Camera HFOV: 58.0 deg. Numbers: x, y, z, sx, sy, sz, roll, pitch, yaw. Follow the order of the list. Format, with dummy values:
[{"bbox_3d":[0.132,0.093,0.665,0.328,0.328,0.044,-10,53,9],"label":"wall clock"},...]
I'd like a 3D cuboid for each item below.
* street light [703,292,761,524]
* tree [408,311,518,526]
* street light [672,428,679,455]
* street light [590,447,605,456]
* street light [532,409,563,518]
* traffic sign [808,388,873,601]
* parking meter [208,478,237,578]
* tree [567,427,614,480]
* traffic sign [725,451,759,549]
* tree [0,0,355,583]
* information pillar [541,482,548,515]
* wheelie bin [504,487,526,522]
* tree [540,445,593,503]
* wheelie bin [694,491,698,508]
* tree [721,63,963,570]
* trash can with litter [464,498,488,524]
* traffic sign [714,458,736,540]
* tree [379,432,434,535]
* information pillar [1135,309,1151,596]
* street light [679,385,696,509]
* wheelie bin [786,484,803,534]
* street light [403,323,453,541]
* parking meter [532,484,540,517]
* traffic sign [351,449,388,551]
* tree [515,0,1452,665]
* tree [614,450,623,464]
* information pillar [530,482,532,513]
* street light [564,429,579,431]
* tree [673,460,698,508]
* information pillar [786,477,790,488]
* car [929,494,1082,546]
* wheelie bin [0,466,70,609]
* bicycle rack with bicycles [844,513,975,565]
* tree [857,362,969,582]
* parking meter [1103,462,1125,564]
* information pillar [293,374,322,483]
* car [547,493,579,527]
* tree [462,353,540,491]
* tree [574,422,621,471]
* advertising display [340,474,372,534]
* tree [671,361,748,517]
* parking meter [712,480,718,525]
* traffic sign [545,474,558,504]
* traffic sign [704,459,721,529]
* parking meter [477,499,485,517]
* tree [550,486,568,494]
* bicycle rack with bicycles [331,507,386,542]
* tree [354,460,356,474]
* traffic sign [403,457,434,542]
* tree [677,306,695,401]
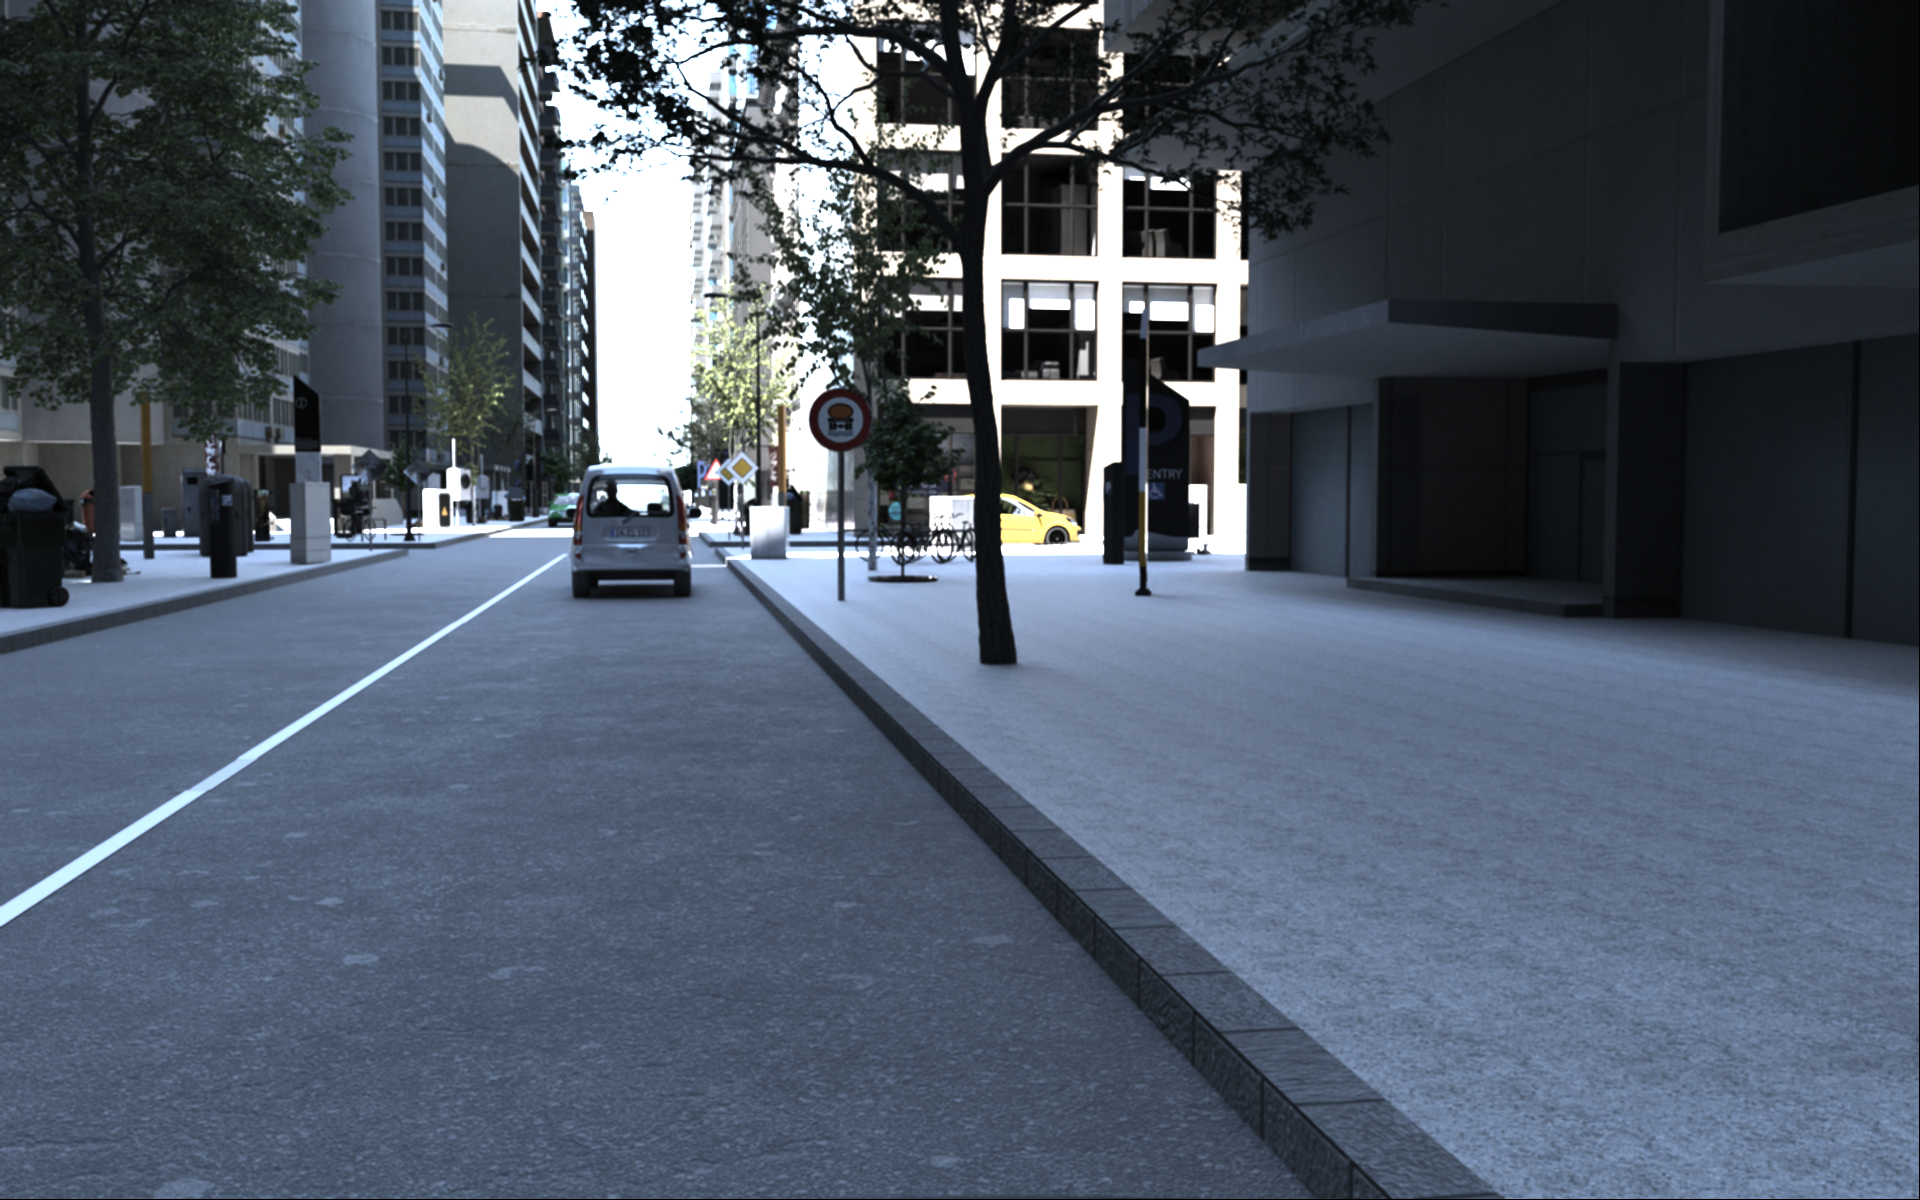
[{"bbox_3d":[-5.215,-4.136,40.161,1.470,5.913,1.316,-1,4,-10],"label":"street light"},{"bbox_3d":[-19.579,-7.238,68.710,4.737,8.622,4.395,0,3,0],"label":"tree"},{"bbox_3d":[-19.351,-9.111,121.502,1.470,5.913,1.316,-1,4,-10],"label":"street light"},{"bbox_3d":[-35.875,-12.084,170.118,1.470,5.913,1.316,-1,4,-10],"label":"street light"},{"bbox_3d":[-22.693,-7.469,94.657,1.470,5.913,1.316,-1,4,-10],"label":"street light"},{"bbox_3d":[-1.432,-1.268,20.830,0.768,2.556,0.104,0,4,-2],"label":"traffic sign"},{"bbox_3d":[-11.321,-1.112,26.588,0.372,1.533,0.369,0,3,0],"label":"parking meter"},{"bbox_3d":[-41.057,-14.683,190.430,4.360,8.622,3.978,0,3,0],"label":"tree"},{"bbox_3d":[-5.054,-2.238,40.237,0.795,2.450,0.064,-1,4,-10],"label":"traffic sign"},{"bbox_3d":[-12.901,-6.545,25.139,7.486,12.596,7.792,0,3,0],"label":"tree"},{"bbox_3d":[-25.148,-6.137,104.836,0.304,2.012,0.304,-2,4,-27],"label":"information pillar"},{"bbox_3d":[-21.151,-4.573,82.675,0.980,1.594,0.693,3,4,39],"label":"wheelie bin"},{"bbox_3d":[-27.425,-8.103,116.198,4.285,4.588,4.351,0,3,0],"label":"tree"},{"bbox_3d":[-15.455,-5.820,103.058,0.693,1.594,0.980,-1,4,-13],"label":"wheelie bin"},{"bbox_3d":[-1.685,-4.799,28.828,4.737,8.622,4.395,0,3,0],"label":"tree"},{"bbox_3d":[-21.083,-3.925,75.559,1.055,1.170,0.624,1,4,16],"label":"trash can with litter"},{"bbox_3d":[-6.420,-2.719,48.105,0.795,2.450,0.064,-1,4,-10],"label":"traffic sign"},{"bbox_3d":[-17.492,-3.649,54.267,1.663,3.219,1.824,0,3,0],"label":"tree"},{"bbox_3d":[2.314,-1.863,21.821,0.183,3.616,0.504,1,4,9],"label":"information pillar"},{"bbox_3d":[-11.109,-6.197,73.863,1.470,5.913,1.316,-1,4,-10],"label":"street light"},{"bbox_3d":[-5.403,-2.913,55.543,0.693,1.594,0.980,-1,4,-11],"label":"wheelie bin"},{"bbox_3d":[-14.456,-4.559,47.083,1.470,5.913,1.316,-1,4,-10],"label":"street light"},{"bbox_3d":[-24.085,-5.668,98.382,0.399,1.863,0.255,-1,4,-19],"label":"parking meter"},{"bbox_3d":[-13.230,-2.153,38.844,0.795,2.450,0.064,-1,4,-10],"label":"traffic sign"},{"bbox_3d":[-0.049,-4.800,12.897,7.601,10.594,8.767,0,4,6],"label":"tree"},{"bbox_3d":[-55.638,-19.947,276.494,4.360,8.622,3.978,0,3,0],"label":"tree"},{"bbox_3d":[-25.288,-5.998,102.566,0.304,2.012,0.304,-2,4,-25],"label":"information pillar"},{"bbox_3d":[-27.646,-9.182,122.670,1.470,5.913,1.316,-1,4,-10],"label":"street light"},{"bbox_3d":[-27.630,-11.573,172.933,4.285,4.588,4.351,0,3,0],"label":"tree"},{"bbox_3d":[-7.640,-4.344,75.524,0.304,2.012,0.304,3,4,37],"label":"information pillar"},{"bbox_3d":[1.204,-2.157,45.491,3.980,1.641,2.015,-1,4,-11],"label":"car"},{"bbox_3d":[-10.568,-0.716,19.617,0.980,1.594,0.693,2,4,26],"label":"wheelie bin"},{"bbox_3d":[-0.805,-1.185,32.763,2.925,0.926,2.852,-3,5,-39],"label":"bicycle rack with bicycles"},{"bbox_3d":[-0.844,-1.883,25.395,1.663,3.219,1.824,0,3,0],"label":"tree"},{"bbox_3d":[2.815,-1.592,31.739,0.255,1.863,0.399,-2,4,-27],"label":"parking meter"},{"bbox_3d":[-12.776,-2.603,33.918,0.504,3.616,0.183,-1,4,-11],"label":"information pillar"},{"bbox_3d":[-17.255,-4.151,76.661,1.959,1.807,4.718,-1,4,-10],"label":"car"},{"bbox_3d":[-23.696,-8.525,89.744,4.360,8.622,3.978,0,3,0],"label":"tree"},{"bbox_3d":[-37.782,-13.979,178.919,4.737,8.622,4.395,0,3,0],"label":"tree"},{"bbox_3d":[-19.594,-3.120,56.226,0.974,1.923,0.123,-2,4,-31],"label":"advertising display"},{"bbox_3d":[-13.599,-8.854,95.126,4.360,8.622,3.978,0,3,0],"label":"tree"},{"bbox_3d":[-10.112,-4.023,71.492,0.255,1.863,0.399,0,4,-6],"label":"parking meter"},{"bbox_3d":[-26.148,-6.775,110.870,0.768,2.556,0.104,0,4,-1],"label":"traffic sign"},{"bbox_3d":[-8.927,-3.883,63.491,0.884,2.594,0.081,-1,4,-9],"label":"traffic sign"},{"bbox_3d":[-25.095,-5.036,90.745,0.372,1.533,0.369,0,3,0],"label":"parking meter"},{"bbox_3d":[-31.513,-8.621,135.554,1.663,3.219,1.824,0,3,0],"label":"tree"},{"bbox_3d":[-17.062,-2.072,47.267,2.852,0.926,2.925,0,4,3],"label":"bicycle rack with bicycles"},{"bbox_3d":[-30.010,-5.609,86.315,1.663,3.219,1.824,0,3,0],"label":"tree"},{"bbox_3d":[-14.596,-2.634,46.712,0.795,2.450,0.064,-1,4,-10],"label":"traffic sign"},{"bbox_3d":[-7.445,-6.660,59.246,4.737,8.622,4.395,0,3,0],"label":"tree"}]
